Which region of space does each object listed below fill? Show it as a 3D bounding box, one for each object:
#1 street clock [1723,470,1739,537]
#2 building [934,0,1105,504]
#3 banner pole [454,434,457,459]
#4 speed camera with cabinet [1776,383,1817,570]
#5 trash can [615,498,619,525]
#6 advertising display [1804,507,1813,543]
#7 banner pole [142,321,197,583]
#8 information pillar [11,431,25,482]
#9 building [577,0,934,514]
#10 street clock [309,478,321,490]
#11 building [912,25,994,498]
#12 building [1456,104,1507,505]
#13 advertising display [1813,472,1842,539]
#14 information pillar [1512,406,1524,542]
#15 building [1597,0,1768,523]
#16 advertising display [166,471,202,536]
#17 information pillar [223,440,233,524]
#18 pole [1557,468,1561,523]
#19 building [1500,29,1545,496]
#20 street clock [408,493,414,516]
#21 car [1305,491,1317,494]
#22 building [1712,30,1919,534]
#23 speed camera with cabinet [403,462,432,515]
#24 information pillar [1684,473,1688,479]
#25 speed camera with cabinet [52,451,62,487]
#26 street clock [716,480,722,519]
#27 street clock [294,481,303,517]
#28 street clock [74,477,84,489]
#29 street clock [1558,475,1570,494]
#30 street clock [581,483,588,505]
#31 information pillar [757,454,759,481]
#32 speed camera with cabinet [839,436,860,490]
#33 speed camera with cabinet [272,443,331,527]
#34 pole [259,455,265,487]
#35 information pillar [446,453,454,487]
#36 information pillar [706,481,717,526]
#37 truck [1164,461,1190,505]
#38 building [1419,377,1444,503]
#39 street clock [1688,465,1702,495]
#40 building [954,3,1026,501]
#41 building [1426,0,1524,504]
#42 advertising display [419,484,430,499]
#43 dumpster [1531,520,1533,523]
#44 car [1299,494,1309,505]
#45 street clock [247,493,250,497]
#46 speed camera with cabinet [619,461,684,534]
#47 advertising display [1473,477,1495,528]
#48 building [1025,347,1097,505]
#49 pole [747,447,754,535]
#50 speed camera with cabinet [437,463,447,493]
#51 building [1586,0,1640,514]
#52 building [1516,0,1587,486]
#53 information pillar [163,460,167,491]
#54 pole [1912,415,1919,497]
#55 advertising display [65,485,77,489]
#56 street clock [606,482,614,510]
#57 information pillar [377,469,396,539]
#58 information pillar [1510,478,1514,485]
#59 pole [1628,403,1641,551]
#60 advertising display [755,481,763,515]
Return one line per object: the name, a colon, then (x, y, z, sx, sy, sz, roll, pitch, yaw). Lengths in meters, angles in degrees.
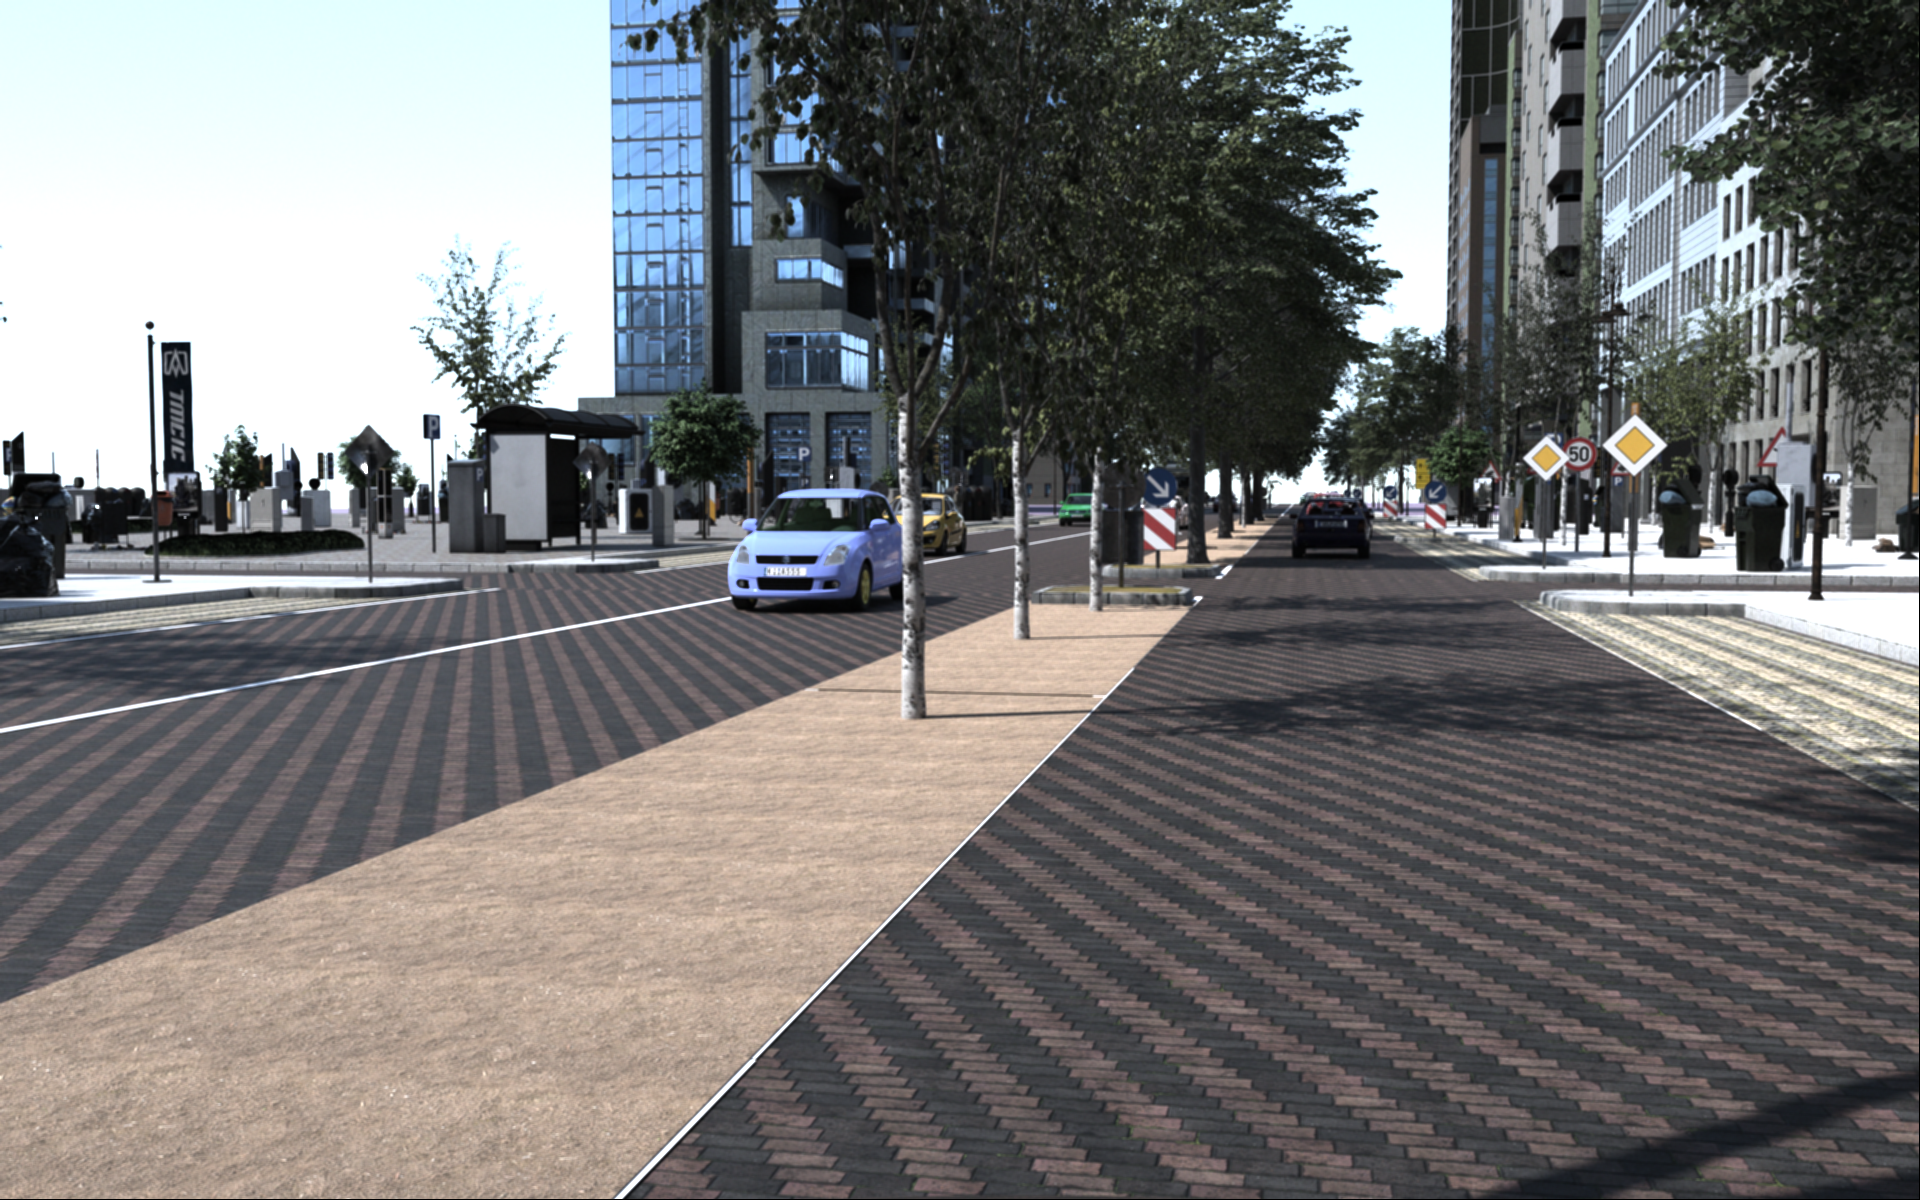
street clock: (23.081, -2.895, 51.907, 0.358, 2.002, 0.471, -1, 4, -10)
building: (10.851, -57.070, 245.766, 22.319, 86.520, 31.000, 1, 4, 11)
banner pole: (-21.161, -5.059, 72.736, 0.401, 3.779, 0.863, -1, 4, -17)
speed camera with cabinet: (14.473, -2.194, 30.207, 0.660, 3.252, 2.038, 3, 4, 38)
trash can: (-13.377, -3.508, 69.008, 0.748, 1.137, 0.748, 0, 3, 0)
advertising display: (21.934, -2.462, 45.475, 0.974, 1.923, 0.123, -2, 4, -29)
banner pole: (-11.473, -2.145, 25.096, 0.863, 3.779, 0.401, 0, 4, 7)
information pillar: (-34.677, -4.433, 63.832, 0.183, 3.616, 0.504, 2, 4, 29)
building: (-12.589, -49.649, 124.437, 22.319, 86.520, 31.000, 1, 4, 11)
street clock: (-29.090, -4.498, 78.113, 0.471, 2.002, 0.358, 0, 4, 3)
building: (-5.219, -28.368, 147.405, 14.154, 41.232, 14.086, 1, 4, 11)
building: (64.998, -33.586, 199.239, 14.600, 45.320, 14.200, 1, 4, 11)
advertising display: (24.955, -2.746, 50.114, 0.974, 1.923, 0.123, 2, 4, 25)
information pillar: (14.933, -3.356, 46.224, 0.183, 3.616, 0.504, 2, 4, 32)
building: (39.570, -18.795, 84.789, 11.434, 29.767, 29.804, 1, 4, 11)
advertising display: (-21.673, -2.640, 48.374, 0.974, 1.923, 0.123, 1, 4, 9)
information pillar: (-31.720, -5.114, 74.975, 0.504, 3.616, 0.183, 3, 5, 43)
pole: (24.392, -4.692, 70.549, 0.158, 3.312, 0.155, 0, 3, 0)
building: (55.823, -28.838, 155.096, 14.154, 41.232, 14.086, 1, 4, 11)
street clock: (-30.992, -5.700, 97.770, 0.358, 2.002, 0.471, 1, 4, 9)
car: (49.138, -14.316, 242.738, 2.281, 1.827, 5.304, 1, 4, 9)
building: (34.489, -12.661, 61.763, 10.420, 20.320, 16.860, 1, 4, 11)
speed camera with cabinet: (-33.838, -6.929, 107.630, 2.038, 3.252, 0.660, -2, 4, -27)
information pillar: (25.735, -3.461, 61.077, 0.304, 2.012, 0.304, 0, 4, -4)
speed camera with cabinet: (-42.579, -5.232, 79.877, 2.038, 3.252, 0.660, -1, 4, -21)
street clock: (-14.049, -5.773, 98.962, 0.358, 2.002, 0.471, 3, 4, 37)
street clock: (-36.874, -5.625, 96.540, 0.471, 2.002, 0.358, -2, 4, -27)
street clock: (-36.662, -4.131, 72.115, 0.471, 2.002, 0.358, 3, 4, 36)
street clock: (23.247, -3.802, 66.730, 0.471, 2.002, 0.358, -3, 5, -42)
street clock: (-18.534, -4.948, 85.470, 0.471, 2.002, 0.358, -2, 4, -33)
information pillar: (-11.915, -6.773, 102.085, 0.183, 3.616, 0.504, -1, 4, -9)
speed camera with cabinet: (-3.933, -3.930, 58.598, 0.660, 3.252, 2.038, 1, 4, 15)
speed camera with cabinet: (-25.492, -4.447, 67.049, 2.038, 3.252, 0.660, -2, 4, -34)
pole: (-36.108, -5.859, 89.644, 0.158, 3.312, 0.155, 0, 3, 0)
information pillar: (-28.897, -6.540, 98.278, 0.183, 3.616, 0.504, 3, 5, 39)
information pillar: (-10.077, -4.798, 69.806, 0.504, 3.616, 0.183, 1, 4, 11)
truck: (18.879, -9.761, 148.506, 2.839, 4.237, 11.283, 1, 4, 10)
building: (78.998, -24.170, 240.211, 27.650, 21.520, 28.899, 1, 4, 11)
street clock: (18.330, -2.365, 43.245, 0.358, 2.002, 0.471, 1, 4, 11)
building: (-1.851, -31.247, 161.005, 14.600, 45.320, 14.200, 1, 4, 11)
building: (69.744, -47.528, 215.336, 20.563, 71.187, 20.611, 1, 4, 11)
advertising display: (-32.847, -6.176, 106.193, 0.123, 1.923, 0.974, 1, 4, 16)
dumpster: (24.566, -4.263, 75.459, 1.264, 1.857, 1.865, 1, 4, 11)
car: (44.880, -12.974, 223.925, 2.131, 1.459, 4.920, 1, 4, 13)
street clock: (-48.197, -6.926, 117.806, 0.471, 2.002, 0.358, 2, 4, 28)
speed camera with cabinet: (-9.956, -3.763, 55.856, 2.038, 3.252, 0.660, -2, 4, -35)
advertising display: (19.697, -3.668, 65.180, 0.123, 1.923, 0.974, -2, 4, -29)
building: (2.255, -22.859, 218.777, 27.650, 21.520, 28.899, 1, 4, 11)
pole: (-6.497, -3.662, 53.725, 0.158, 3.312, 0.155, 0, 3, 0)
speed camera with cabinet: (-33.881, -7.162, 111.438, 2.038, 3.252, 0.660, -3, 4, -36)
building: (48.204, -26.329, 114.072, 14.154, 41.232, 14.086, 1, 4, 11)
building: (58.544, -33.258, 133.013, 28.713, 52.752, 27.495, 1, 4, 11)
information pillar: (-54.418, -7.792, 118.757, 0.504, 3.616, 0.183, 1, 4, 16)
pole: (24.716, -3.117, 44.811, 0.158, 3.312, 0.155, 0, 3, 0)
advertising display: (-61.514, -7.024, 120.054, 0.123, 1.923, 0.974, 3, 5, 40)
street clock: (-21.730, -6.298, 107.537, 0.471, 2.002, 0.358, -2, 4, -34)
information pillar: (-16.573, -2.778, 49.914, 0.304, 2.012, 0.304, 2, 4, 26)
information pillar: (25.253, -4.556, 78.987, 0.304, 2.012, 0.304, -2, 4, -28)
pole: (15.102, -2.748, 38.780, 0.158, 3.312, 0.155, 0, 3, 0)
advertising display: (-9.973, -4.940, 85.983, 0.123, 1.923, 0.974, 1, 4, 11)
